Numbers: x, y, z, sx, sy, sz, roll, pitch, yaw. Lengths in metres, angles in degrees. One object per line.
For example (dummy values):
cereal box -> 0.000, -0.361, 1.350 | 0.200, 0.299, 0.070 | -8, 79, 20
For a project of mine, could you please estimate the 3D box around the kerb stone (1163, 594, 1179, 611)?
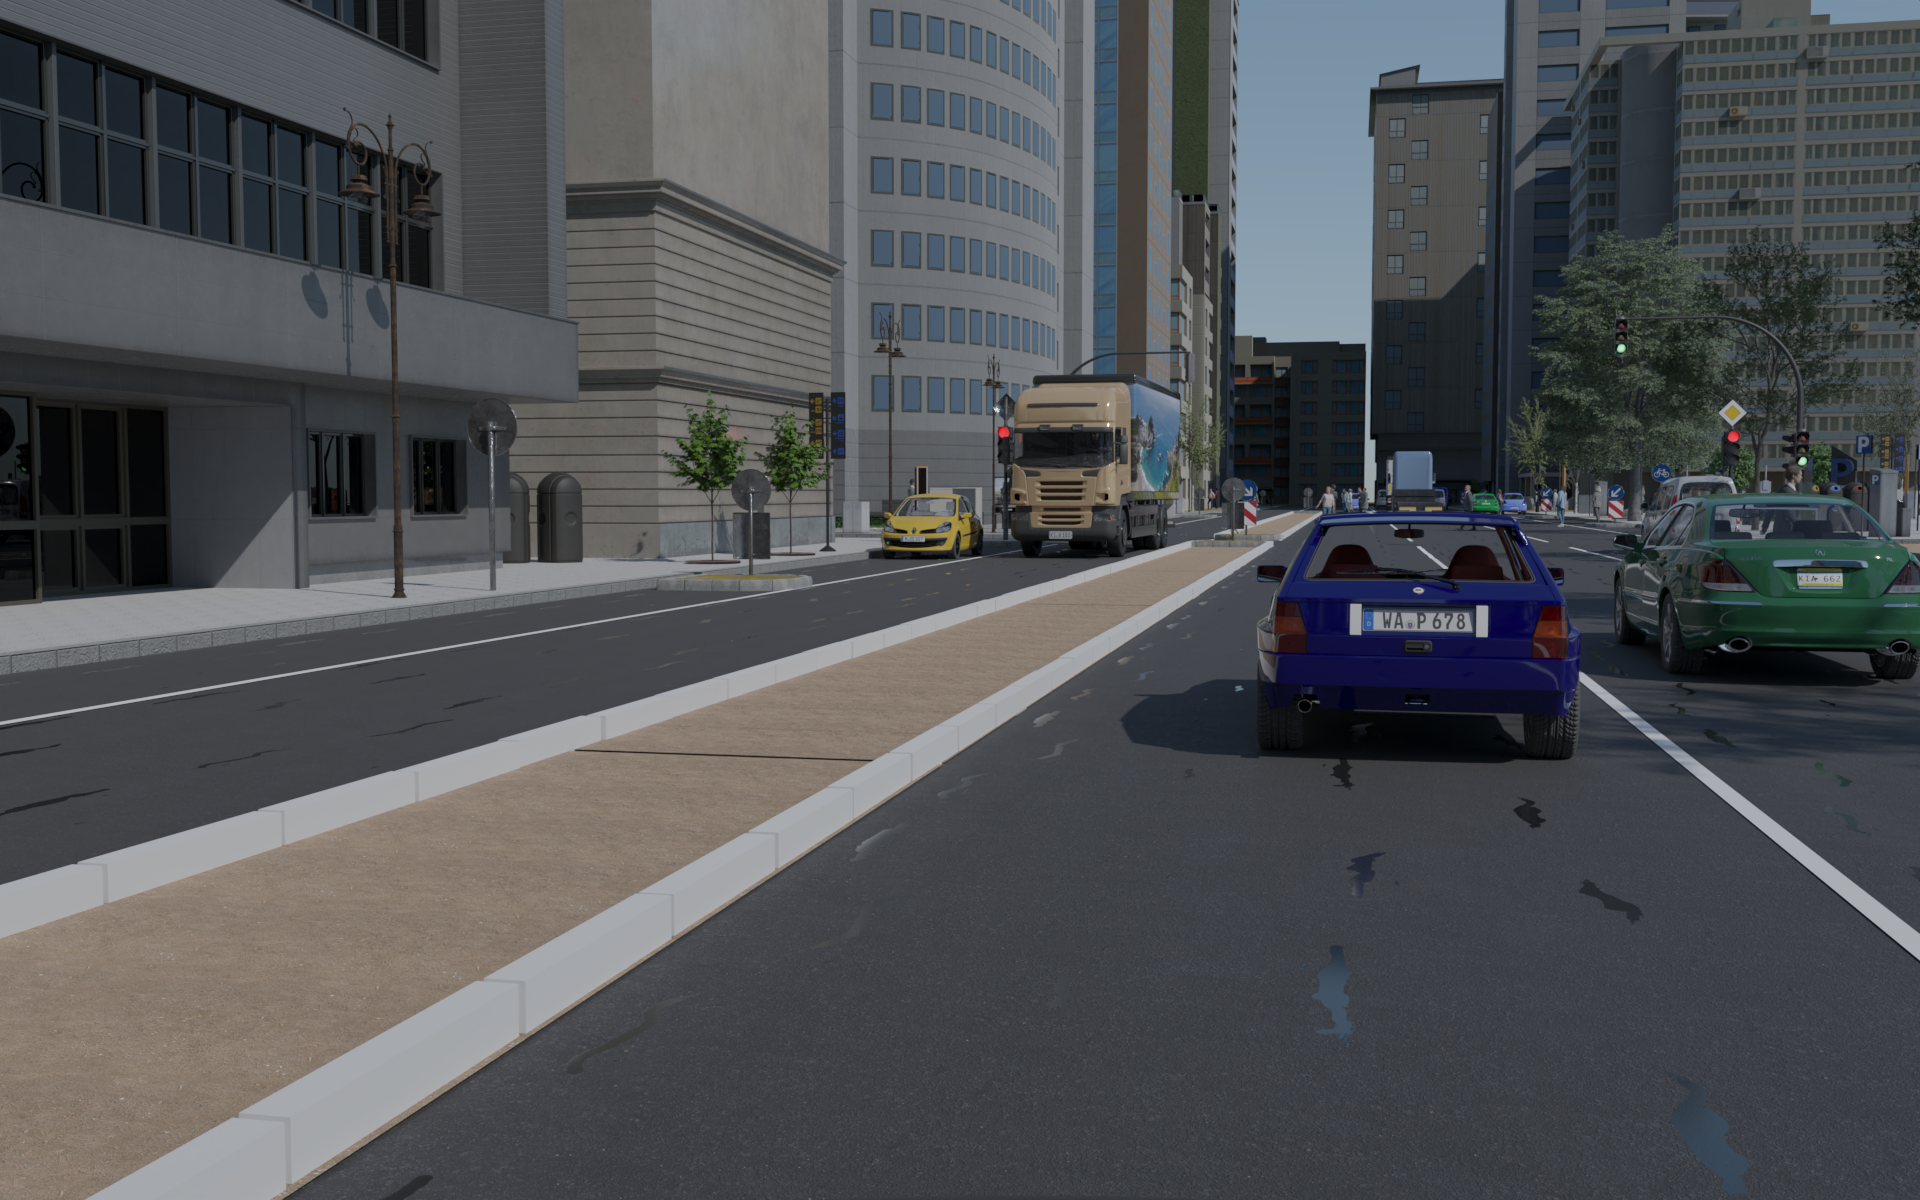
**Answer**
kerb stone -> 2.532, 0.068, 21.089 | 0.120, 0.150, 1.000 | 1, 4, 13

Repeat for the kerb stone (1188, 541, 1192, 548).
kerb stone -> 5.922, -1.426, 45.508 | 0.120, 0.150, 1.000 | 1, 4, 13

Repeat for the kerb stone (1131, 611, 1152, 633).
kerb stone -> 1.857, 0.251, 18.086 | 0.120, 0.150, 1.000 | 1, 4, 13

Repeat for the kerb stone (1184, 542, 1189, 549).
kerb stone -> 5.702, -1.362, 44.504 | 0.120, 0.150, 1.000 | 1, 4, 13

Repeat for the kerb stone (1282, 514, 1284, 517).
kerb stone -> 19.430, -5.069, 105.071 | 0.120, 0.150, 1.000 | 1, 4, 13

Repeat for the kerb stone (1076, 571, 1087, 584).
kerb stone -> 1.842, -0.324, 27.523 | 0.120, 0.150, 1.000 | 1, 4, 13

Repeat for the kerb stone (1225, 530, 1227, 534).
kerb stone -> 8.753, -2.189, 58.047 | 0.120, 0.150, 1.000 | 1, 4, 13

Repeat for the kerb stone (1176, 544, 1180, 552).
kerb stone -> 5.241, -1.243, 42.513 | 0.120, 0.150, 1.000 | 1, 4, 13

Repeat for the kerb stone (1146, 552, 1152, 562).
kerb stone -> 3.883, -0.876, 36.519 | 0.120, 0.150, 1.000 | 1, 4, 13

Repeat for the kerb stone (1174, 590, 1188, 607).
kerb stone -> 2.764, 0.007, 22.084 | 0.120, 0.150, 1.000 | 1, 4, 13

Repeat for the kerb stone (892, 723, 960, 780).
kerb stone -> -0.181, 0.802, 9.090 | 0.120, 0.150, 1.000 | 1, 4, 13

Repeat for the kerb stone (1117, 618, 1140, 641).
kerb stone -> 1.628, 0.316, 17.082 | 0.120, 0.150, 1.000 | 1, 4, 13

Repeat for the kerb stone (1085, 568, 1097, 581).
kerb stone -> 2.078, -0.387, 28.521 | 0.120, 0.150, 1.000 | 1, 4, 13

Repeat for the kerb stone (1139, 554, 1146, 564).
kerb stone -> 3.651, -0.815, 35.523 | 0.120, 0.150, 1.000 | 1, 4, 13

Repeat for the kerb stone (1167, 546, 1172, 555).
kerb stone -> 4.791, -1.120, 40.512 | 0.120, 0.150, 1.000 | 1, 4, 13

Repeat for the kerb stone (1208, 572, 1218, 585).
kerb stone -> 3.889, -0.297, 27.070 | 0.120, 0.150, 1.000 | 1, 4, 13

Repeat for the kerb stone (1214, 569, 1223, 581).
kerb stone -> 4.116, -0.359, 28.067 | 0.120, 0.150, 1.000 | 1, 4, 13

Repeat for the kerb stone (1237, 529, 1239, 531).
kerb stone -> 10.120, -2.560, 64.047 | 0.120, 0.150, 1.000 | 1, 4, 13

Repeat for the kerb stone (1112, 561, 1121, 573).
kerb stone -> 2.758, -0.571, 31.534 | 0.120, 0.150, 1.000 | 1, 4, 13

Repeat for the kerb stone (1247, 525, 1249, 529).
kerb stone -> 11.488, -2.928, 70.066 | 0.120, 0.150, 1.000 | 1, 4, 13

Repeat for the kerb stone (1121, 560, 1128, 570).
kerb stone -> 2.978, -0.626, 32.532 | 0.120, 0.150, 1.000 | 1, 4, 13

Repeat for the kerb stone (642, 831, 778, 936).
kerb stone -> -0.868, 0.990, 6.074 | 0.120, 0.150, 1.000 | 1, 4, 13

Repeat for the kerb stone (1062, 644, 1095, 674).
kerb stone -> 0.946, 0.496, 14.089 | 0.120, 0.150, 1.000 | 1, 4, 13

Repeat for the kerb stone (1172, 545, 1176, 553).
kerb stone -> 5.016, -1.182, 41.513 | 0.120, 0.150, 1.000 | 1, 4, 13

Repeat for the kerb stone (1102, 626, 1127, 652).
kerb stone -> 1.402, 0.374, 16.082 | 0.120, 0.150, 1.000 | 1, 4, 13

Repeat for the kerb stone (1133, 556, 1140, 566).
kerb stone -> 3.427, -0.754, 34.526 | 0.120, 0.150, 1.000 | 1, 4, 13

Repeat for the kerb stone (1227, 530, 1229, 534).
kerb stone -> 8.983, -2.254, 59.043 | 0.120, 0.150, 1.000 | 1, 4, 13

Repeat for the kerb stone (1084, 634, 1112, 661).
kerb stone -> 1.171, 0.436, 15.086 | 0.120, 0.150, 1.000 | 1, 4, 13

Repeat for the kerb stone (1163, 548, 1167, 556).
kerb stone -> 4.561, -1.059, 39.516 | 0.120, 0.150, 1.000 | 1, 4, 13

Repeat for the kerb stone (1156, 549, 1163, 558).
kerb stone -> 4.337, -0.997, 38.519 | 0.120, 0.150, 1.000 | 1, 4, 13

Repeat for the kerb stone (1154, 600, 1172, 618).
kerb stone -> 2.311, 0.129, 20.081 | 0.120, 0.150, 1.000 | 1, 4, 13

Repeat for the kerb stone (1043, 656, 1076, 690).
kerb stone -> 0.721, 0.565, 13.088 | 0.120, 0.150, 1.000 | 1, 4, 13

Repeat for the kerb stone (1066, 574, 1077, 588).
kerb stone -> 1.619, -0.256, 26.526 | 0.120, 0.150, 1.000 | 1, 4, 13

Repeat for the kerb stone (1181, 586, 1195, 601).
kerb stone -> 2.989, -0.054, 23.081 | 0.120, 0.150, 1.000 | 1, 4, 13

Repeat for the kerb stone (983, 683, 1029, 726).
kerb stone -> 0.275, 0.679, 11.089 | 0.120, 0.150, 1.000 | 1, 4, 13

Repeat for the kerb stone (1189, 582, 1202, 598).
kerb stone -> 3.224, -0.115, 24.076 | 0.120, 0.150, 1.000 | 1, 4, 13

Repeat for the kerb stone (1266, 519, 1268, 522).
kerb stone -> 14.896, -3.842, 85.069 | 0.120, 0.150, 1.000 | 1, 4, 13

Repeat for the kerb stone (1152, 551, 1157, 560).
kerb stone -> 4.107, -0.937, 37.523 | 0.120, 0.150, 1.000 | 1, 4, 13

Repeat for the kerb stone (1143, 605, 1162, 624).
kerb stone -> 2.081, 0.190, 19.083 | 0.120, 0.150, 1.000 | 1, 4, 13

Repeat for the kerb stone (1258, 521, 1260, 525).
kerb stone -> 13.303, -3.412, 78.072 | 0.120, 0.150, 1.000 | 1, 4, 13

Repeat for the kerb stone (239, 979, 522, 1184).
kerb stone -> -1.326, 1.109, 4.067 | 0.120, 0.150, 1.000 | 1, 4, 13

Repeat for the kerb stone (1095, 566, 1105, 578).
kerb stone -> 2.295, -0.448, 29.520 | 0.120, 0.150, 1.000 | 1, 4, 13

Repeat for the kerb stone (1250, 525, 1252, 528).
kerb stone -> 11.943, -3.051, 72.074 | 0.120, 0.150, 1.000 | 1, 4, 13

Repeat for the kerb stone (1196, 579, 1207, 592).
kerb stone -> 3.442, -0.173, 25.075 | 0.120, 0.150, 1.000 | 1, 4, 13

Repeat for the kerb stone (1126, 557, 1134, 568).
kerb stone -> 3.205, -0.688, 33.529 | 0.120, 0.150, 1.000 | 1, 4, 13

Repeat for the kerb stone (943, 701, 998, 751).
kerb stone -> 0.047, 0.741, 10.088 | 0.120, 0.150, 1.000 | 1, 4, 13

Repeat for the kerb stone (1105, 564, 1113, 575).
kerb stone -> 2.517, -0.509, 30.522 | 0.120, 0.150, 1.000 | 1, 4, 13

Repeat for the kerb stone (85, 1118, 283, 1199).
kerb stone -> -1.548, 1.170, 3.066 | 0.120, 0.150, 1.000 | 1, 4, 13

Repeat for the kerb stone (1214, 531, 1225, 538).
kerb stone -> 8.535, -2.129, 57.045 | 0.120, 0.150, 1.000 | 1, 4, 13

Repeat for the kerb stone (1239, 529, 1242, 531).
kerb stone -> 10.573, -2.682, 66.055 | 0.120, 0.150, 1.000 | 1, 4, 13

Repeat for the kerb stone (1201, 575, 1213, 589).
kerb stone -> 3.664, -0.237, 26.073 | 0.120, 0.150, 1.000 | 1, 4, 13

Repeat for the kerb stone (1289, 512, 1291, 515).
kerb stone -> 21.910, -5.741, 116.086 | 0.120, 0.150, 1.000 | 1, 4, 13

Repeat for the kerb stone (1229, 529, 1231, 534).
kerb stone -> 9.205, -2.314, 60.043 | 0.120, 0.150, 1.000 | 1, 4, 13

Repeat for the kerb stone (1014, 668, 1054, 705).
kerb stone -> 0.497, 0.618, 12.091 | 0.120, 0.150, 1.000 | 1, 4, 13

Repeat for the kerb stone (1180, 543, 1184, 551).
kerb stone -> 5.466, -1.302, 43.510 | 0.120, 0.150, 1.000 | 1, 4, 13

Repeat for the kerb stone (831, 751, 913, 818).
kerb stone -> -0.413, 0.865, 8.087 | 0.120, 0.150, 1.000 | 1, 4, 13

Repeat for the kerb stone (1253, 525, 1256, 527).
kerb stone -> 12.625, -3.234, 75.069 | 0.120, 0.150, 1.000 | 1, 4, 13

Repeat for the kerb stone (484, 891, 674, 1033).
kerb stone -> -1.092, 1.048, 5.065 | 0.120, 0.150, 1.000 | 1, 4, 13

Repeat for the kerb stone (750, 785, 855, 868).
kerb stone -> -0.638, 0.928, 7.085 | 0.120, 0.150, 1.000 | 1, 4, 13
